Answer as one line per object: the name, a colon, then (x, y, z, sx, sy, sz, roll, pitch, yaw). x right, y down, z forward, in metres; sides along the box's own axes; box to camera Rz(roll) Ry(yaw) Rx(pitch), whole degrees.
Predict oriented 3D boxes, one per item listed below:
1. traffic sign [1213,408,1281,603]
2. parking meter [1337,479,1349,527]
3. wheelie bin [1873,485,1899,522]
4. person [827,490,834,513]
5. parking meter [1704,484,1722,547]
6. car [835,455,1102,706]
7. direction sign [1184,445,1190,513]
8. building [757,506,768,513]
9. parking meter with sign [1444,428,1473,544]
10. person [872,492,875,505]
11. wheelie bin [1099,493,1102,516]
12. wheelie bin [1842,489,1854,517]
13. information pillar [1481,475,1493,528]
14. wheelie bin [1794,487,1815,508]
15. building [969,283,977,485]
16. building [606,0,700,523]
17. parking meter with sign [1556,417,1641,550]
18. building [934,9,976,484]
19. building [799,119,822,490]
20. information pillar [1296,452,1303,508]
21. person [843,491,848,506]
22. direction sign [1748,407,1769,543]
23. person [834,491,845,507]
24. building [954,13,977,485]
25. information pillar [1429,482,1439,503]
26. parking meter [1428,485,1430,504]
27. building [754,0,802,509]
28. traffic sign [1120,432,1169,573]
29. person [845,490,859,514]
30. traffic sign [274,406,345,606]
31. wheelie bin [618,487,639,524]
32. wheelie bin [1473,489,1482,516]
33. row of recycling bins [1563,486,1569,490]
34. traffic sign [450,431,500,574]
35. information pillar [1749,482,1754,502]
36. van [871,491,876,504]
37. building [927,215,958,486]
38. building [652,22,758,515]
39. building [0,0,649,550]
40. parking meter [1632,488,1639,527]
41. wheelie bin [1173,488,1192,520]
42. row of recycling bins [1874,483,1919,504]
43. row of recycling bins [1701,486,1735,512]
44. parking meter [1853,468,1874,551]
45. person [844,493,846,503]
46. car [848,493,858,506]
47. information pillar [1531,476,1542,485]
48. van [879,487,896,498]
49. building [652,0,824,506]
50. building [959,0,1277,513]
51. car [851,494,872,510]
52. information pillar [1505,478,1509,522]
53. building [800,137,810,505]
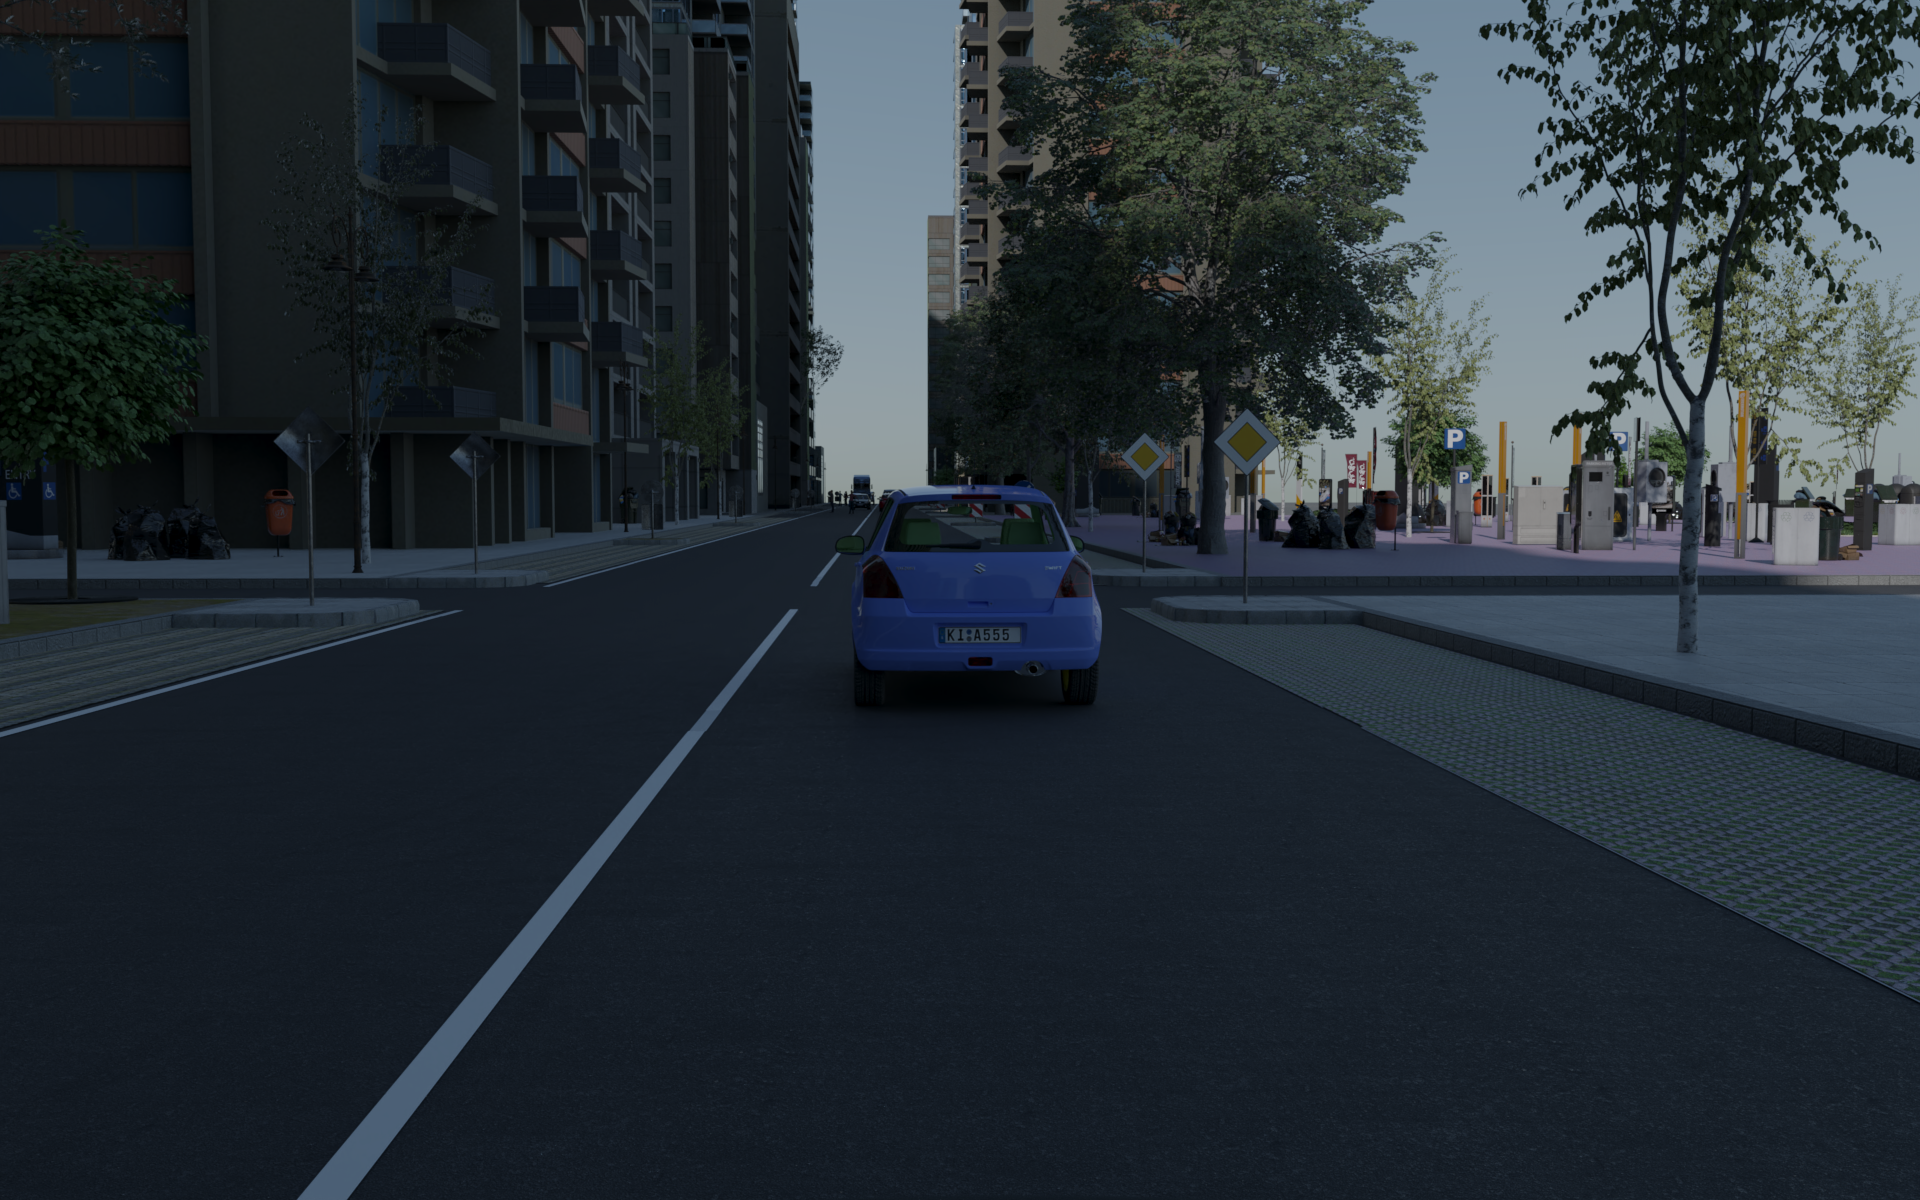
traffic sign: (3.345, -1.017, 20.269, 0.795, 2.450, 0.064, 0, 4, -2)
parking meter: (14.540, -3.675, 65.790, 0.255, 1.863, 0.399, -2, 4, -33)
wheelie bin: (32.698, -3.270, 61.373, 0.980, 1.594, 0.693, -1, 4, -8)
person: (-10.112, -7.687, 134.714, 0.750, 1.759, 0.617, 1, 4, 14)
parking meter: (18.412, -2.076, 42.347, 0.372, 1.533, 0.369, 0, 3, 0)
car: (0.024, -0.212, 13.060, 1.945, 1.707, 3.694, 0, 4, -4)
direction sign: (10.488, -5.388, 80.090, 0.379, 3.537, 0.876, 0, 4, -8)
building: (-25.711, -50.064, 131.224, 22.319, 86.520, 31.000, 0, 4, -2)
parking meter with sign: (13.067, -2.996, 45.238, 0.543, 3.016, 1.738, 0, 4, 5)
person: (-11.257, -13.076, 223.017, 0.721, 1.743, 1.217, -1, 4, -10)
wheelie bin: (8.168, -5.856, 103.660, 0.693, 1.594, 0.980, 0, 4, 2)
wheelie bin: (50.682, -5.539, 98.476, 0.693, 1.594, 0.980, -3, 5, -43)
information pillar: (20.204, -3.786, 66.399, 0.304, 2.012, 0.304, -2, 4, -35)
wheelie bin: (35.828, -4.015, 73.550, 0.693, 1.594, 0.980, 3, 5, 44)
building: (7.669, -23.232, 151.550, 14.160, 30.474, 14.107, 0, 4, -2)
building: (-23.630, -39.464, 83.492, 20.563, 71.187, 20.611, 0, 4, -2)
parking meter with sign: (14.597, -2.655, 39.664, 1.738, 3.016, 0.543, 1, 4, 15)
building: (8.051, -56.235, 232.113, 22.319, 86.520, 31.000, 0, 4, -2)
building: (-29.471, -36.371, 214.277, 23.786, 49.044, 30.456, 0, 4, -2)
information pillar: (19.043, -6.471, 97.148, 0.183, 3.616, 0.504, -1, 4, -23)
person: (-14.089, -12.569, 214.020, 0.705, 1.822, 1.348, 1, 4, 18)
direction sign: (21.086, -3.288, 45.760, 0.379, 3.537, 0.876, 0, 4, -2)
person: (-13.603, -11.479, 196.258, 1.350, 1.814, 0.705, -3, 4, -36)
building: (10.033, -44.628, 167.915, 20.563, 71.187, 20.611, 0, 4, -2)
information pillar: (25.281, -6.179, 92.379, 0.504, 3.616, 0.183, 1, 4, 22)
parking meter: (27.017, -5.710, 99.072, 0.399, 1.863, 0.255, -1, 4, -16)
building: (-25.838, -32.719, 158.653, 21.300, 48.544, 21.600, 0, 4, -2)
traffic sign: (3.004, -1.505, 28.247, 0.795, 2.450, 0.064, 0, 4, -2)
person: (-7.956, -7.174, 126.515, 1.217, 1.743, 0.721, -1, 4, -22)
traffic sign: (-7.441, -0.990, 19.831, 0.795, 2.450, 0.064, 0, 4, -2)
wheelie bin: (-14.307, -4.101, 74.965, 0.693, 1.594, 0.980, 2, 4, 24)
wheelie bin: (30.043, -5.616, 99.722, 0.980, 1.594, 0.693, -2, 4, -30)
row of recycling bins: (32.675, -5.061, 89.868, 1.069, 1.692, 3.534, -2, 4, -28)
traffic sign: (-7.781, -1.478, 27.809, 0.795, 2.450, 0.064, 0, 4, -2)
information pillar: (46.387, -5.930, 101.441, 0.304, 2.012, 0.304, 1, 4, 21)
van: (-13.583, -15.417, 259.073, 2.013, 2.044, 4.112, 0, 4, -4)
building: (2.153, -34.995, 255.766, 14.154, 41.232, 14.086, 0, 4, -2)
building: (-20.551, -20.694, 110.050, 14.160, 30.474, 14.107, 0, 4, -2)
building: (-21.643, -24.284, 51.675, 22.147, 44.769, 28.867, 0, 4, -2)
parking meter: (26.315, -3.621, 67.606, 0.372, 1.533, 0.369, 0, 3, 0)
wheelie bin: (11.018, -4.741, 85.420, 0.980, 1.594, 0.693, -1, 4, -17)
row of recycling bins: (36.279, -3.629, 66.445, 1.069, 1.692, 3.534, -1, 4, -17)
row of recycling bins: (39.653, -5.141, 91.172, 3.534, 1.692, 1.069, -1, 4, -19)
parking meter: (20.534, -2.058, 39.365, 0.399, 1.863, 0.255, -2, 4, -29)
person: (-16.528, -14.845, 251.078, 0.599, 1.838, 0.709, -2, 4, -24)
car: (-11.583, -11.261, 193.713, 1.945, 1.707, 3.694, 0, 4, -1)
information pillar: (23.873, -4.115, 71.778, 0.304, 2.012, 0.304, -3, 4, -36)
van: (-6.143, -8.936, 153.116, 2.013, 2.044, 4.112, 0, 4, -3)
building: (-30.315, -56.950, 243.796, 22.319, 86.520, 31.000, 0, 4, -2)
building: (11.229, -29.063, 129.798, 22.147, 44.769, 28.867, 0, 4, -2)
car: (-9.027, -9.052, 157.779, 2.009, 1.686, 4.222, 0, 4, -1)
information pillar: (24.942, -4.581, 79.398, 0.304, 2.012, 0.304, -2, 4, -34)
building: (-24.158, -31.125, 192.492, 14.154, 41.232, 14.086, 0, 4, -2)
